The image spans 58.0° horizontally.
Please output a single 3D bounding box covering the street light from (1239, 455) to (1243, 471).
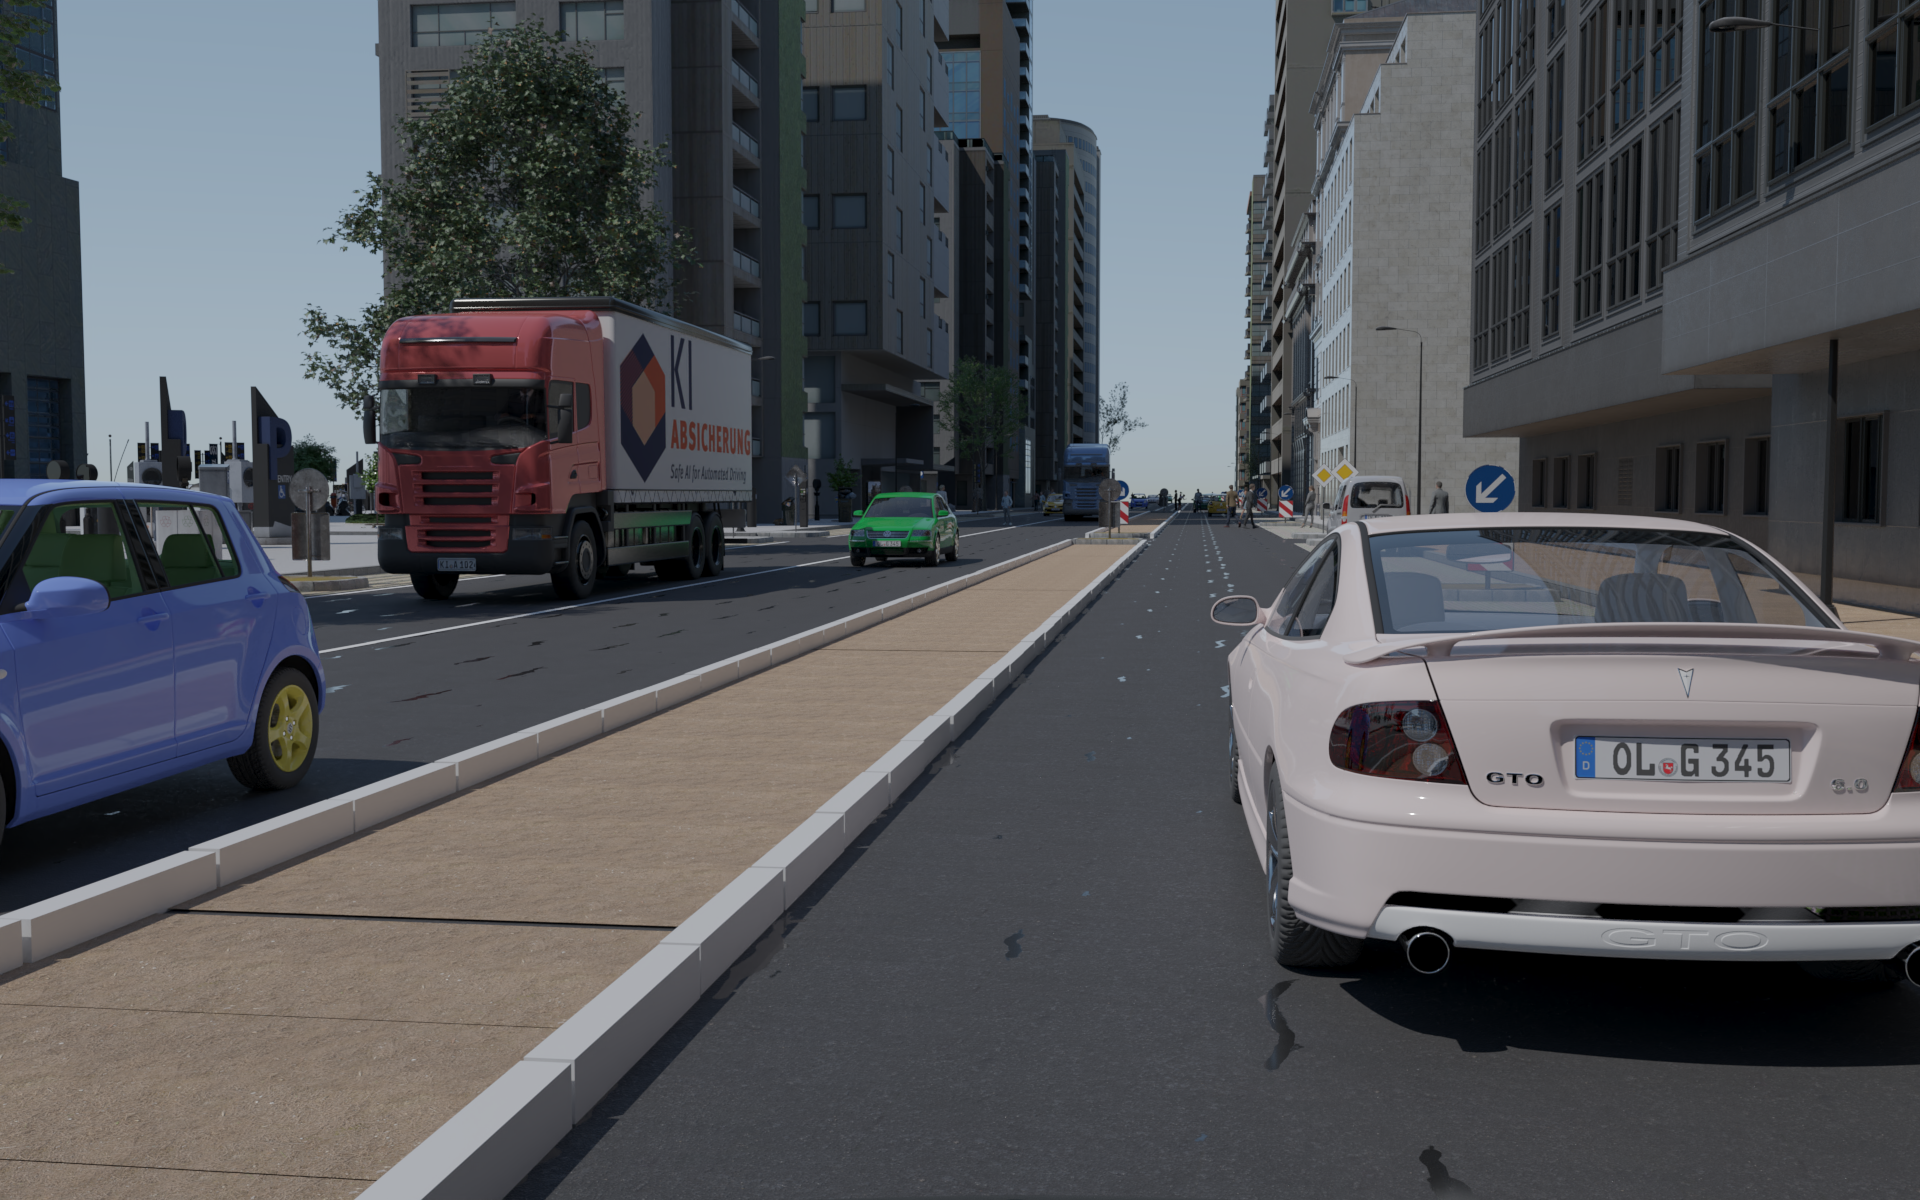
[{"bbox_3d":[33.865,-14.301,206.357,1.470,5.913,1.316,0,4,8],"label":"street light"}]

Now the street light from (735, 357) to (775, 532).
[{"bbox_3d":[-6.932,-5.269,58.685,1.470,5.913,1.316,0,4,8],"label":"street light"}]

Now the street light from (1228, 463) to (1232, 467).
[{"bbox_3d":[40.873,-17.394,256.932,1.470,5.913,1.316,0,4,8],"label":"street light"}]

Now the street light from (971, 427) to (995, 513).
[{"bbox_3d":[1.478,-9.039,120.333,1.470,5.913,1.316,0,4,8],"label":"street light"}]

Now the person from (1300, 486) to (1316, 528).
[{"bbox_3d":[14.662,-3.925,72.942,0.573,1.790,0.520,2,4,34],"label":"person"}]

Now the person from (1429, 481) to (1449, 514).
[{"bbox_3d":[14.159,-2.605,51.194,0.694,1.812,0.767,-1,4,-19],"label":"person"}]

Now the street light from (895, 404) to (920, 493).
[{"bbox_3d":[-2.771,-7.154,89.515,1.470,5.913,1.316,0,4,8],"label":"street light"}]

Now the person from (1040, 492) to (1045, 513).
[{"bbox_3d":[6.088,-7.231,128.542,0.330,1.601,0.589,-2,4,-28],"label":"person"}]

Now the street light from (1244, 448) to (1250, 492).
[{"bbox_3d":[29.674,-12.415,175.531,1.470,5.913,1.316,0,4,8],"label":"street light"}]

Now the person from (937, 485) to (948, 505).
[{"bbox_3d":[-0.798,-4.226,77.479,0.514,1.842,0.818,0,3,0],"label":"person"}]

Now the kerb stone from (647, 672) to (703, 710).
[{"bbox_3d":[-1.973,0.637,11.842,0.120,0.150,1.000,0,4,8],"label":"kerb stone"}]

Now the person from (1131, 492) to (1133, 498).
[{"bbox_3d":[28.632,-17.027,287.804,0.541,1.710,0.530,0,4,6],"label":"person"}]

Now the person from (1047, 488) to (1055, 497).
[{"bbox_3d":[6.552,-7.052,123.894,0.679,1.850,0.850,1,4,18],"label":"person"}]

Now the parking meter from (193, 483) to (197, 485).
[{"bbox_3d":[-39.567,-5.141,89.761,0.399,1.863,0.255,0,4,-1],"label":"parking meter"}]

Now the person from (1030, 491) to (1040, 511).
[{"bbox_3d":[6.419,-8.461,147.539,0.721,1.736,1.217,-3,5,-41],"label":"person"}]

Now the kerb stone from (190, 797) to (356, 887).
[{"bbox_3d":[-2.668,0.944,6.767,0.120,0.150,1.000,0,4,8],"label":"kerb stone"}]

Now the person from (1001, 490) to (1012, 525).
[{"bbox_3d":[2.156,-4.292,80.486,0.589,1.601,0.330,3,4,39],"label":"person"}]

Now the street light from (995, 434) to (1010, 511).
[{"bbox_3d":[3.381,-9.915,134.655,1.470,5.913,1.316,0,4,8],"label":"street light"}]

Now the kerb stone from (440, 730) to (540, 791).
[{"bbox_3d":[-2.394,0.820,8.801,0.120,0.150,1.000,0,4,8],"label":"kerb stone"}]

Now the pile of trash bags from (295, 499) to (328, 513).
[{"bbox_3d":[-34.748,-4.870,89.381,3.447,1.369,1.912,2,4,26],"label":"pile of trash bags"}]

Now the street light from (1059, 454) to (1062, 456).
[{"bbox_3d":[11.780,-13.703,196.585,1.470,5.913,1.316,0,4,8],"label":"street light"}]

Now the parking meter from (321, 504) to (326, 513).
[{"bbox_3d":[-28.082,-4.312,76.209,0.255,1.863,0.399,-2,4,-26],"label":"parking meter"}]

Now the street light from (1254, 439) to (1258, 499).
[{"bbox_3d":[25.403,-10.531,144.716,1.470,5.913,1.316,0,4,8],"label":"street light"}]

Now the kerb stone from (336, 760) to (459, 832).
[{"bbox_3d":[-2.534,0.884,7.780,0.120,0.150,1.000,0,4,8],"label":"kerb stone"}]

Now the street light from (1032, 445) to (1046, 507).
[{"bbox_3d":[7.524,-11.801,165.487,1.470,5.913,1.316,0,4,8],"label":"street light"}]

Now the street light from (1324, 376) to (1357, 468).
[{"bbox_3d":[14.995,-5.846,68.126,1.470,5.913,1.316,0,4,8],"label":"street light"}]

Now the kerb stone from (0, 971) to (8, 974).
[{"bbox_3d":[-2.955,1.068,4.736,0.120,0.150,1.000,0,4,8],"label":"kerb stone"}]

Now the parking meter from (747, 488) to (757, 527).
[{"bbox_3d":[-8.036,-3.572,66.818,0.372,1.533,0.369,0,3,0],"label":"parking meter"}]

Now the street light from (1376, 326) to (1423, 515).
[{"bbox_3d":[12.188,-4.614,47.984,1.470,5.913,1.316,0,4,8],"label":"street light"}]

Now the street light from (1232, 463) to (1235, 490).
[{"bbox_3d":[36.613,-15.509,226.115,1.470,5.913,1.316,0,4,8],"label":"street light"}]

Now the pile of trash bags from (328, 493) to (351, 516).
[{"bbox_3d":[-36.985,-5.656,102.231,1.912,1.369,3.447,-1,4,-20],"label":"pile of trash bags"}]

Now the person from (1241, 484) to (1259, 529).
[{"bbox_3d":[12.025,-3.867,71.500,0.755,1.850,0.659,0,4,-4],"label":"person"}]

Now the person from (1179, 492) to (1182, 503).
[{"bbox_3d":[26.982,-12.433,212.500,0.721,1.743,1.217,0,4,1],"label":"person"}]

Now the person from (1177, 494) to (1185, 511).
[{"bbox_3d":[19.125,-8.426,149.447,0.628,1.438,0.799,2,4,34],"label":"person"}]

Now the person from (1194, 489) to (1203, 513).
[{"bbox_3d":[17.679,-7.342,128.382,0.661,1.843,0.795,1,4,15],"label":"person"}]

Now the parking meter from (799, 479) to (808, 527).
[{"bbox_3d":[-6.002,-3.722,66.565,0.255,1.863,0.399,1,4,9],"label":"parking meter"}]

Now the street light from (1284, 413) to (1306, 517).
[{"bbox_3d":[19.177,-7.732,98.953,1.470,5.913,1.316,0,4,8],"label":"street light"}]

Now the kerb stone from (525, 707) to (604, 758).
[{"bbox_3d":[-2.259,0.757,9.817,0.120,0.150,1.000,0,4,8],"label":"kerb stone"}]

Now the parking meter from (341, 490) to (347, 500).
[{"bbox_3d":[-40.999,-6.541,115.362,0.372,1.533,0.369,0,3,0],"label":"parking meter"}]

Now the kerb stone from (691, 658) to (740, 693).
[{"bbox_3d":[-1.838,0.572,12.855,0.120,0.150,1.000,0,4,8],"label":"kerb stone"}]

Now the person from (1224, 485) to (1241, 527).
[{"bbox_3d":[11.740,-4.039,74.448,0.836,1.842,0.656,3,4,38],"label":"person"}]

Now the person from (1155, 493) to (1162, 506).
[{"bbox_3d":[24.121,-12.215,208.230,1.348,1.821,0.705,0,4,1],"label":"person"}]

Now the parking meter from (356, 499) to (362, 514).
[{"bbox_3d":[-29.903,-4.749,86.064,0.372,1.533,0.369,0,3,0],"label":"parking meter"}]

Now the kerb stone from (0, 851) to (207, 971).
[{"bbox_3d":[-2.807,1.012,5.754,0.120,0.150,1.000,0,4,8],"label":"kerb stone"}]

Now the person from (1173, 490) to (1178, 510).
[{"bbox_3d":[19.088,-8.863,153.415,0.705,1.823,1.348,0,4,-6],"label":"person"}]

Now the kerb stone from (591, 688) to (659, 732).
[{"bbox_3d":[-2.114,0.695,10.829,0.120,0.150,1.000,0,4,8],"label":"kerb stone"}]

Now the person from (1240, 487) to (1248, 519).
[{"bbox_3d":[16.056,-5.423,97.261,0.616,1.811,0.778,3,5,42],"label":"person"}]

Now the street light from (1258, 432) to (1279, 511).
[{"bbox_3d":[23.320,-9.617,129.785,1.470,5.913,1.316,0,4,8],"label":"street light"}]
